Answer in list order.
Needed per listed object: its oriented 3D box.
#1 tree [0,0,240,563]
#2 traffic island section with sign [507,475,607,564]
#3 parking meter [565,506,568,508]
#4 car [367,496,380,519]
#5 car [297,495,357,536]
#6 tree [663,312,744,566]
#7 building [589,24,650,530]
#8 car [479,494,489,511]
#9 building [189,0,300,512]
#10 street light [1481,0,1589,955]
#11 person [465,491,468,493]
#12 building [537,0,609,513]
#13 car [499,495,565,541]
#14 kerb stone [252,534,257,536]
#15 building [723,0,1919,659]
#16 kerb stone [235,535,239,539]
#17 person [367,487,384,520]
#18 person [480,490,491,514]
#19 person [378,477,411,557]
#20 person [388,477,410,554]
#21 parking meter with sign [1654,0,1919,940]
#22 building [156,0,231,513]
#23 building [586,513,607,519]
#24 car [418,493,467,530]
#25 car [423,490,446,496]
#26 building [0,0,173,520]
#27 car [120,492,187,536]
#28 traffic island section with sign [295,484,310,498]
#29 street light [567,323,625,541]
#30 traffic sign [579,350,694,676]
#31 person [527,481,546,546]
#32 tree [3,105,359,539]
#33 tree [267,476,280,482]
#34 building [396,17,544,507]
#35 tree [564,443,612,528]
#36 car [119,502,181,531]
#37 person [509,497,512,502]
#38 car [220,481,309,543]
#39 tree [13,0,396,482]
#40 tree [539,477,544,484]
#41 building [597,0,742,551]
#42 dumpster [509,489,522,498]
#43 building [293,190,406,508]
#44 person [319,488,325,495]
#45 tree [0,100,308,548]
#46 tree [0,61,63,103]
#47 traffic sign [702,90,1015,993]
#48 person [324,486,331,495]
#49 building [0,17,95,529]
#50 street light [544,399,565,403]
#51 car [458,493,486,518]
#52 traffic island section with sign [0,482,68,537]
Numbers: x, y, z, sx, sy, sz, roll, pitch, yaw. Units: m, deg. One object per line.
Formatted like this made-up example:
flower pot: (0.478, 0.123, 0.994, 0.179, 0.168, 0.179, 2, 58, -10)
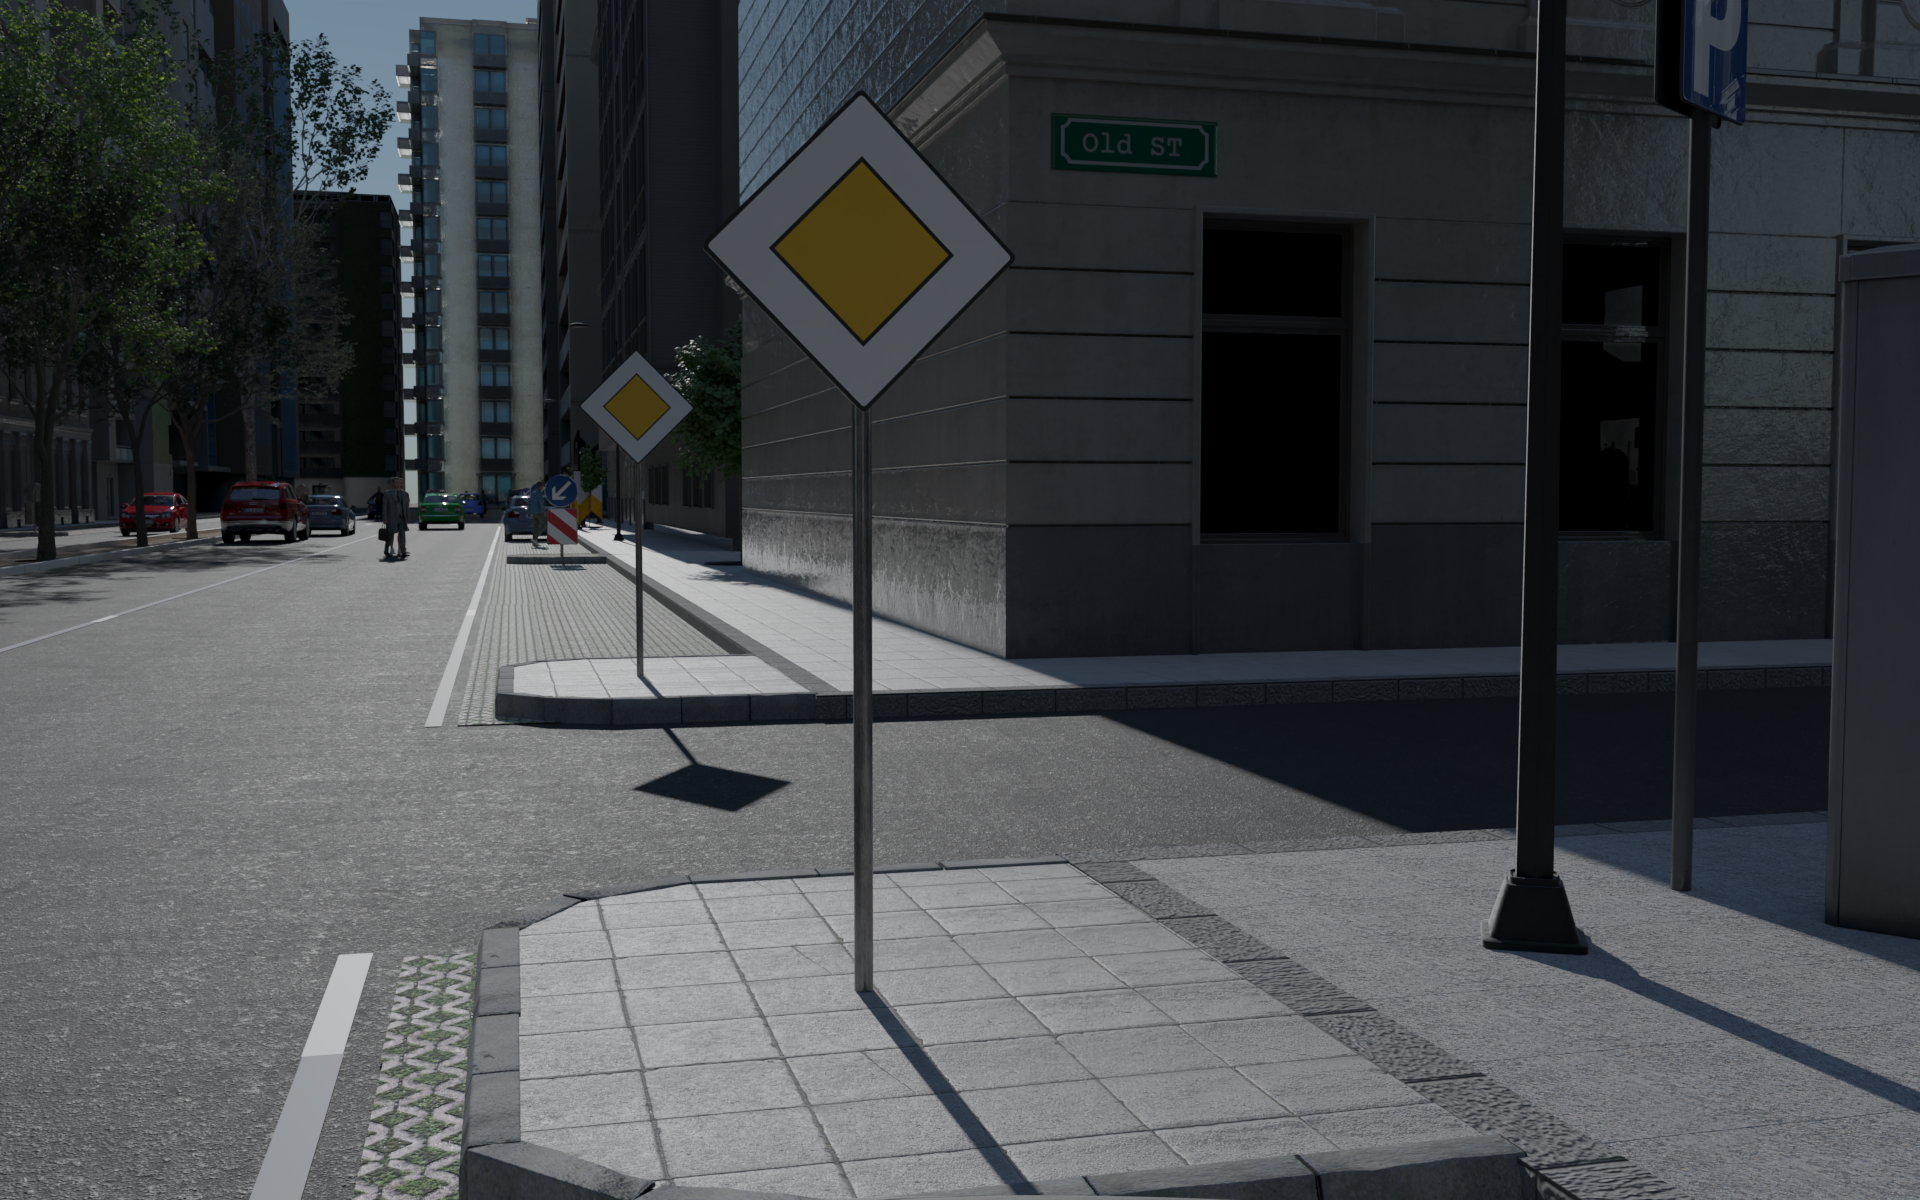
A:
tree: (-19.131, -6.598, 36.098, 9.928, 11.665, 9.643, 0, 3, 0)
traffic island section with sign: (-8.419, -1.677, 36.042, 1.989, 1.847, 2.006, -1, 4, -14)
parking meter: (-17.619, -4.416, 77.918, 0.255, 1.863, 0.399, -1, 4, -18)
car: (-33.634, -5.418, 101.157, 1.945, 1.354, 3.894, -1, 4, -16)
car: (-22.115, -2.956, 60.328, 2.014, 1.417, 4.499, -1, 4, -15)
tree: (-4.004, -2.931, 31.635, 4.285, 4.588, 4.351, 0, 3, 0)
building: (-8.974, -16.963, 74.616, 12.463, 27.353, 25.104, -1, 4, -14)
car: (-40.522, -8.143, 145.145, 2.014, 1.417, 4.499, -1, 4, -14)
building: (-63.942, -30.244, 144.596, 14.200, 45.320, 14.600, -1, 4, -14)
street light: (1.122, -1.965, 4.671, 1.470, 5.913, 1.316, -1, 4, -14)
person: (-44.435, -8.947, 155.576, 0.721, 1.735, 1.217, 1, 4, 12)
building: (-25.263, -32.202, 150.201, 21.300, 48.544, 21.600, -1, 4, -14)
car: (-13.253, -2.553, 53.747, 2.014, 1.417, 4.499, -1, 4, -14)
kerb stone: (-24.267, -2.278, 59.500, 0.120, 0.150, 1.000, -1, 4, -14)
building: (19.127, -15.235, 25.503, 44.131, 29.872, 17.030, -1, 4, -14)
kerb stone: (-23.492, -2.100, 56.532, 0.120, 0.150, 1.000, -1, 4, -14)
person: (-32.060, -5.328, 95.640, 1.348, 1.821, 0.705, -1, 4, -23)
person: (-34.390, -7.096, 125.239, 0.721, 1.735, 1.217, 2, 4, 33)
person: (-12.759, -1.870, 39.178, 0.694, 1.812, 0.767, -3, 5, -44)
person: (-13.486, -2.018, 41.463, 0.573, 1.828, 0.580, 0, 4, -1)
parking meter with sign: (2.942, -0.532, 4.963, 1.738, 3.016, 0.543, 3, 5, 43)
building: (-60.275, -31.403, 102.673, 28.713, 52.752, 27.495, -1, 4, -14)
building: (-12.648, -29.257, 102.047, 21.300, 48.544, 21.600, -1, 4, -14)
car: (-21.242, -3.805, 71.013, 1.959, 1.807, 4.718, -1, 4, -15)
car: (-44.982, -8.574, 148.864, 2.281, 1.827, 5.304, -1, 4, -16)
building: (-47.935, -24.537, 84.779, 14.154, 41.232, 14.086, -1, 4, -14)
car: (-28.272, -3.179, 61.014, 2.155, 1.783, 4.494, -1, 4, -14)
traffic island section with sign: (-31.191, -4.518, 82.012, 2.006, 1.907, 1.989, -1, 4, -14)
street light: (-9.900, -4.571, 47.279, 1.470, 5.913, 1.316, -1, 4, -14)
traffic sign: (-2.257, -0.520, 12.145, 0.795, 2.450, 0.064, -1, 4, -14)
person: (-11.542, -2.347, 47.223, 0.444, 1.785, 0.601, -3, 5, -40)
tree: (-24.314, -8.663, 54.462, 12.009, 13.543, 11.850, 0, 3, 0)
tree: (-55.149, -8.806, 138.580, 1.663, 3.219, 1.824, 0, 3, 0)
building: (-41.270, -34.138, 177.764, 30.456, 49.044, 23.786, -1, 4, -14)
tree: (-14.251, -4.358, 65.860, 1.663, 3.219, 1.824, 0, 3, 0)
car: (-31.480, -3.351, 67.363, 1.945, 1.354, 3.894, -1, 4, -14)
person: (-19.368, -3.814, 75.145, 0.394, 1.301, 0.425, -1, 4, -17)
car: (-21.027, -2.680, 52.499, 2.281, 1.827, 5.304, -1, 4, -14)
tree: (-28.383, -12.701, 66.003, 12.611, 20.169, 13.585, 0, 3, 0)
tree: (-38.455, -10.151, 160.571, 1.663, 3.219, 1.824, 0, 3, 0)
building: (-2.906, -15.730, 50.691, 14.314, 27.812, 24.014, -1, 4, -14)
dumpster: (-37.429, -8.506, 147.281, 1.865, 1.857, 1.264, -1, 4, -15)
building: (-61.522, -24.219, 167.676, 14.107, 30.474, 14.160, -1, 4, -14)
person: (-33.753, -5.054, 91.795, 0.551, 1.740, 0.621, -2, 4, -23)
tree: (-21.342, -6.620, 45.107, 8.767, 10.594, 7.601, -1, 4, -14)
tree: (-17.203, -5.542, 27.489, 8.767, 10.594, 7.601, -1, 4, -14)
traffic sign: (-0.252, -0.047, 4.415, 0.795, 2.450, 0.064, -1, 4, -14)
person: (-28.383, -4.219, 77.662, 0.709, 1.800, 0.728, 3, 4, 37)
building: (-40.528, -13.268, 66.089, 9.793, 20.994, 18.267, -1, 4, -14)
street light: (-19.713, -6.892, 85.224, 1.470, 5.913, 1.316, -1, 4, -14)
car: (-29.733, -5.832, 104.948, 1.945, 1.707, 3.694, -1, 4, -15)
traffic island section with sign: (-31.288, -3.044, 58.393, 1.989, 1.847, 2.006, -1, 4, -14)
